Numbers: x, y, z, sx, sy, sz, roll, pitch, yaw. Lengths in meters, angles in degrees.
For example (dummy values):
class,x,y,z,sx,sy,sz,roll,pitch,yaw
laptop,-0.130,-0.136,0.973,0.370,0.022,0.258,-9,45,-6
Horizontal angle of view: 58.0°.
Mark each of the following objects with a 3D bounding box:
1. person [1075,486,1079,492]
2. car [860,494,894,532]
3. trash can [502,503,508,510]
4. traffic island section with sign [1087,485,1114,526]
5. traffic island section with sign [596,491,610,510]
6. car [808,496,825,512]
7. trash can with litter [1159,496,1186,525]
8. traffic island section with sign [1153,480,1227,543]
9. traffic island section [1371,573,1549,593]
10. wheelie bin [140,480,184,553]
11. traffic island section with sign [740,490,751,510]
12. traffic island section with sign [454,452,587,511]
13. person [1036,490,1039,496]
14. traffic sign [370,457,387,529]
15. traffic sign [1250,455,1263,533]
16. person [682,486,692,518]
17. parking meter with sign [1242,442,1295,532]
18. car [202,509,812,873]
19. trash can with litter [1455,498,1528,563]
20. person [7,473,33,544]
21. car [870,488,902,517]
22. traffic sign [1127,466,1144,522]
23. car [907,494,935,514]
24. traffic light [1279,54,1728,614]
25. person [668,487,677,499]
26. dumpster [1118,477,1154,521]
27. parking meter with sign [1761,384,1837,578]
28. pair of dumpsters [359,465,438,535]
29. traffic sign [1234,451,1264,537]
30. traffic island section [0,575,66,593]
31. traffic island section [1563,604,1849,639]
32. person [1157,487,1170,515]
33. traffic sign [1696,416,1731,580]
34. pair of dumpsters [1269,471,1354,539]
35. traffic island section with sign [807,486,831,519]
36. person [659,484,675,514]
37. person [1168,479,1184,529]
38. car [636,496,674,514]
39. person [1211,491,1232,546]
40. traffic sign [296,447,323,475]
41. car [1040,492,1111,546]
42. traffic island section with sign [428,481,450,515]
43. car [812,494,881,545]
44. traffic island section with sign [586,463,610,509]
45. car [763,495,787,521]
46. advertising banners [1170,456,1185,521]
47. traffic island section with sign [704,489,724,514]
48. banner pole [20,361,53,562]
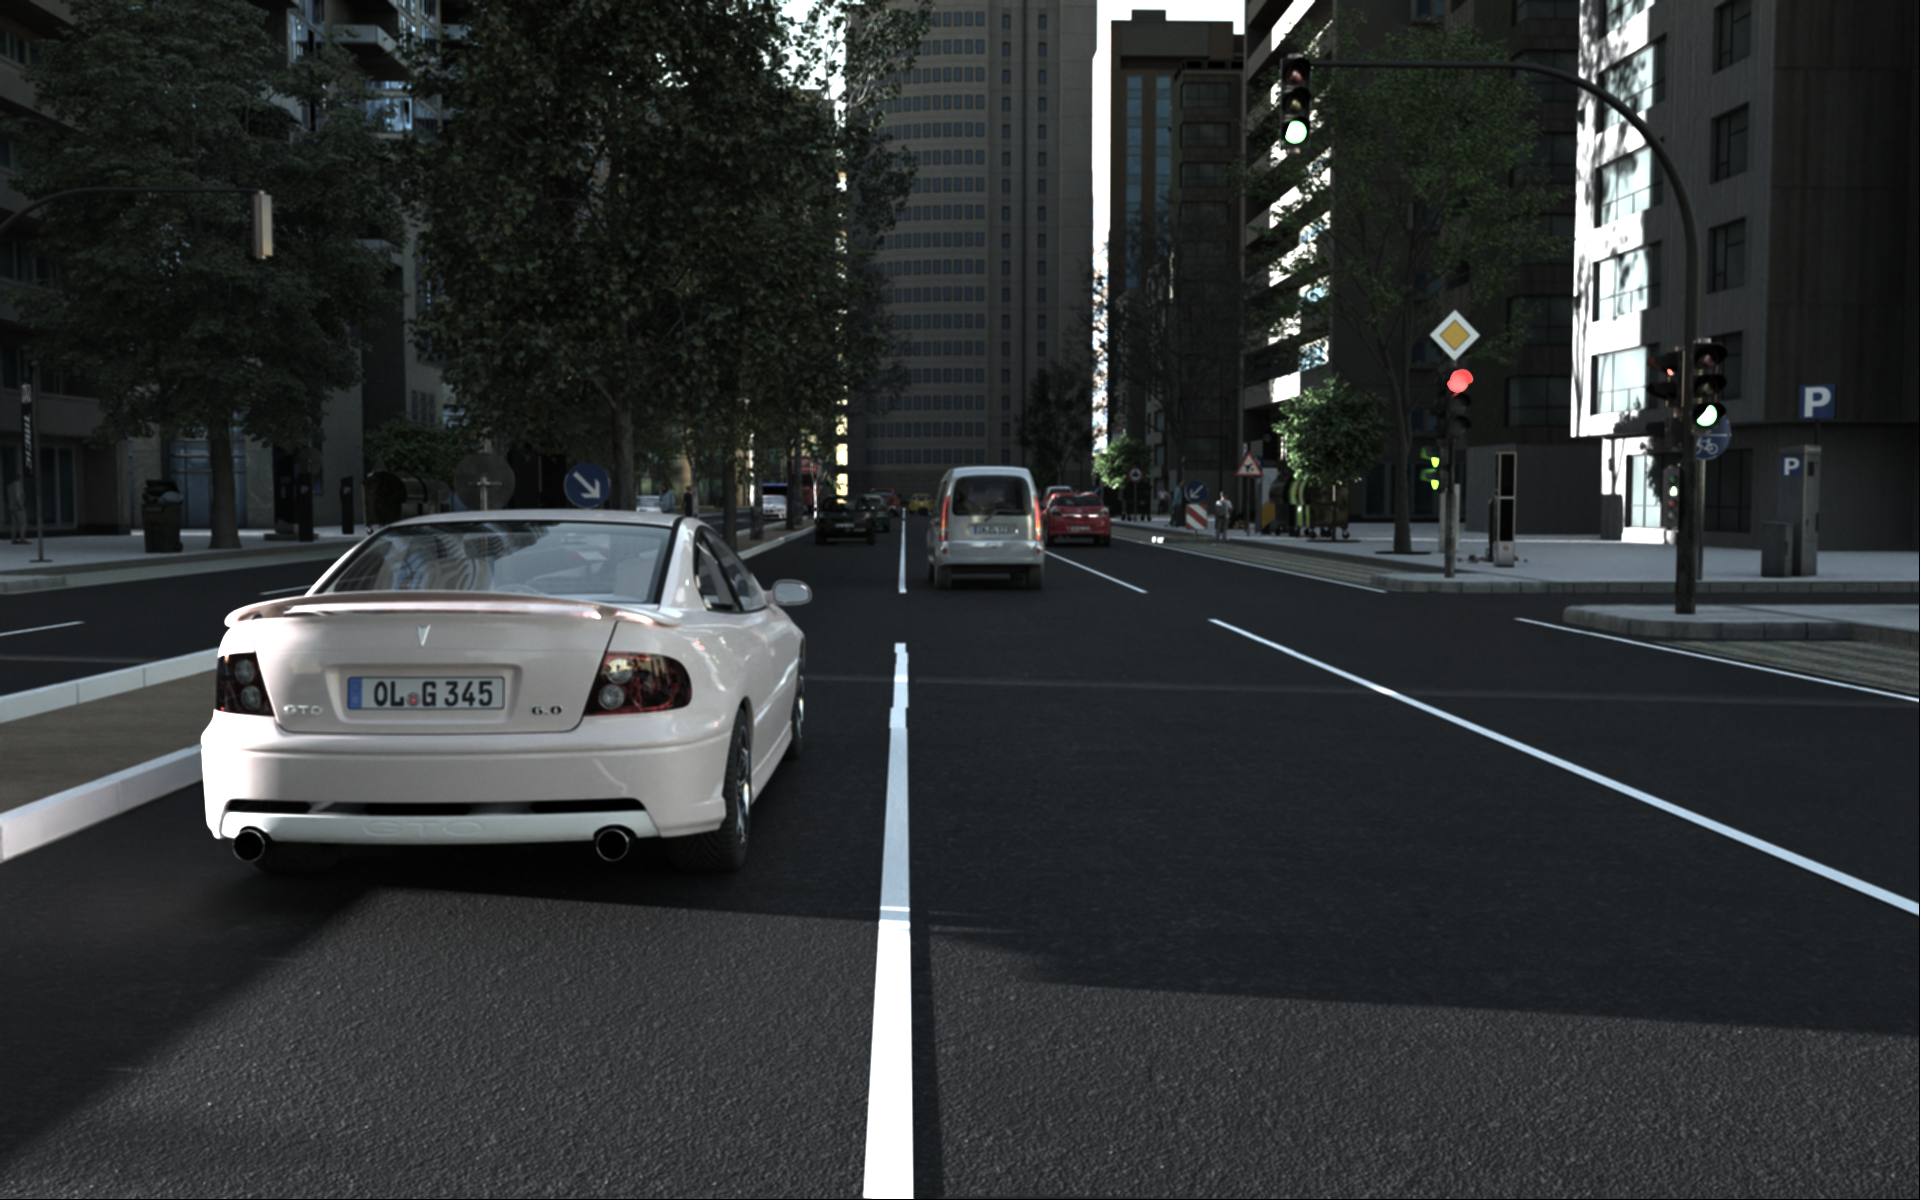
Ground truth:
class,x,y,z,sx,sy,sz,roll,pitch,yaw
person,7.345,-6.332,109.550,0.705,1.826,1.348,0,4,-4
car,-3.591,-3.327,66.188,2.131,1.459,4.920,0,4,-2
trash can,-20.506,-4.102,78.723,0.748,1.137,0.748,0,3,0
traffic island section with sign,5.875,-4.249,78.098,1.989,1.847,2.006,0,4,-2
traffic island section with sign,-16.163,-4.264,78.336,1.989,1.847,2.006,0,4,-2
car,-11.556,-8.170,142.374,1.959,1.807,4.718,0,4,-2
trash can with litter,9.157,-3.705,71.641,1.678,1.210,2.233,0,4,0
traffic island section with sign,6.744,-2.601,51.157,1.989,1.847,2.006,0,4,-2
traffic island section,7.531,-0.262,26.570,2.009,0.180,2.903,0,4,-2
wheelie bin,-17.395,-1.827,37.784,0.980,1.594,0.693,0,4,4
traffic island section with sign,-18.616,-8.934,154.705,1.989,1.847,2.006,0,4,-2
traffic island section with sign,-5.200,-0.628,18.412,2.006,1.907,1.989,0,4,-2
person,7.033,-9.328,159.279,1.217,1.736,0.721,-3,5,-43
traffic sign,-20.116,-3.670,60.000,0.884,2.594,0.081,0,4,8
traffic sign,9.643,-3.438,56.313,0.768,2.556,0.104,0,4,2
person,-11.131,-3.780,70.724,0.534,1.772,0.576,0,4,3
parking meter with sign,10.433,-3.800,58.383,1.738,3.016,0.543,-1,4,-9
car,-1.760,0.271,7.939,2.083,1.381,4.827,0,4,-1
trash can with litter,9.989,-1.346,33.066,1.678,1.210,2.233,3,5,39
person,-24.127,-2.335,44.325,0.635,1.810,0.391,2,4,29
car,-4.885,-6.225,110.459,2.281,1.827,5.304,0,4,0
traffic sign,8.018,-4.838,79.202,0.768,2.556,0.104,0,4,-1
car,-2.767,-6.966,124.114,2.015,1.641,3.980,0,4,-1
traffic light,5.660,-2.667,18.266,4.771,5.953,1.251,0,4,-2
person,-22.982,-7.976,136.459,1.348,1.823,0.705,-1,4,-18
dumpster,8.388,-4.899,82.600,1.502,2.255,1.985,0,4,-2
parking meter with sign,13.108,-1.888,27.127,0.543,3.016,1.738,3,5,45
pair of dumpsters,-17.913,-3.247,55.581,1.574,2.255,4.437,0,4,-2
traffic sign,8.650,-3.175,51.913,0.884,2.594,0.081,0,4,8
traffic island section,-14.799,-0.219,25.860,2.009,0.180,2.903,0,4,-2
traffic island section,7.788,0.226,18.589,2.009,0.180,2.903,0,4,-2
person,12.188,-5.947,104.208,0.756,1.711,0.436,3,4,36
traffic sign,10.992,-1.563,25.668,0.768,2.556,0.104,0,4,3
pair of dumpsters,10.409,-2.990,51.379,1.574,2.255,4.437,0,4,-2
traffic island section with sign,-7.854,-5.675,100.915,2.006,1.907,1.989,0,4,-2
person,-10.237,-3.184,60.817,0.793,1.790,0.793,-1,4,-10
person,7.965,-3.534,63.837,0.620,1.820,0.660,0,4,5
car,-13.305,-3.742,73.550,2.083,1.381,4.827,0,4,0
person,7.133,-2.210,47.228,0.503,1.515,0.523,-2,4,-26
traffic sign,-17.680,-2.872,47.066,0.768,2.556,0.104,0,4,7
car,3.217,-2.434,48.844,2.155,1.783,4.494,0,4,0
traffic island section with sign,-15.269,-2.559,50.461,1.989,1.847,2.006,0,4,-2
car,-3.312,-2.486,50.425,2.009,1.686,4.222,0,4,-2
traffic island section with sign,-5.429,-1.081,25.816,2.006,1.907,1.989,0,4,-2
car,-10.020,-4.912,92.675,2.083,1.381,4.827,0,4,-1
advertising banners,10.053,-5.120,79.894,0.090,3.025,2.074,2,4,24
traffic island section with sign,-17.745,-7.275,127.577,1.989,1.847,2.006,0,4,-2
banner pole,-17.569,-2.617,32.801,0.863,3.779,0.401,3,4,38
